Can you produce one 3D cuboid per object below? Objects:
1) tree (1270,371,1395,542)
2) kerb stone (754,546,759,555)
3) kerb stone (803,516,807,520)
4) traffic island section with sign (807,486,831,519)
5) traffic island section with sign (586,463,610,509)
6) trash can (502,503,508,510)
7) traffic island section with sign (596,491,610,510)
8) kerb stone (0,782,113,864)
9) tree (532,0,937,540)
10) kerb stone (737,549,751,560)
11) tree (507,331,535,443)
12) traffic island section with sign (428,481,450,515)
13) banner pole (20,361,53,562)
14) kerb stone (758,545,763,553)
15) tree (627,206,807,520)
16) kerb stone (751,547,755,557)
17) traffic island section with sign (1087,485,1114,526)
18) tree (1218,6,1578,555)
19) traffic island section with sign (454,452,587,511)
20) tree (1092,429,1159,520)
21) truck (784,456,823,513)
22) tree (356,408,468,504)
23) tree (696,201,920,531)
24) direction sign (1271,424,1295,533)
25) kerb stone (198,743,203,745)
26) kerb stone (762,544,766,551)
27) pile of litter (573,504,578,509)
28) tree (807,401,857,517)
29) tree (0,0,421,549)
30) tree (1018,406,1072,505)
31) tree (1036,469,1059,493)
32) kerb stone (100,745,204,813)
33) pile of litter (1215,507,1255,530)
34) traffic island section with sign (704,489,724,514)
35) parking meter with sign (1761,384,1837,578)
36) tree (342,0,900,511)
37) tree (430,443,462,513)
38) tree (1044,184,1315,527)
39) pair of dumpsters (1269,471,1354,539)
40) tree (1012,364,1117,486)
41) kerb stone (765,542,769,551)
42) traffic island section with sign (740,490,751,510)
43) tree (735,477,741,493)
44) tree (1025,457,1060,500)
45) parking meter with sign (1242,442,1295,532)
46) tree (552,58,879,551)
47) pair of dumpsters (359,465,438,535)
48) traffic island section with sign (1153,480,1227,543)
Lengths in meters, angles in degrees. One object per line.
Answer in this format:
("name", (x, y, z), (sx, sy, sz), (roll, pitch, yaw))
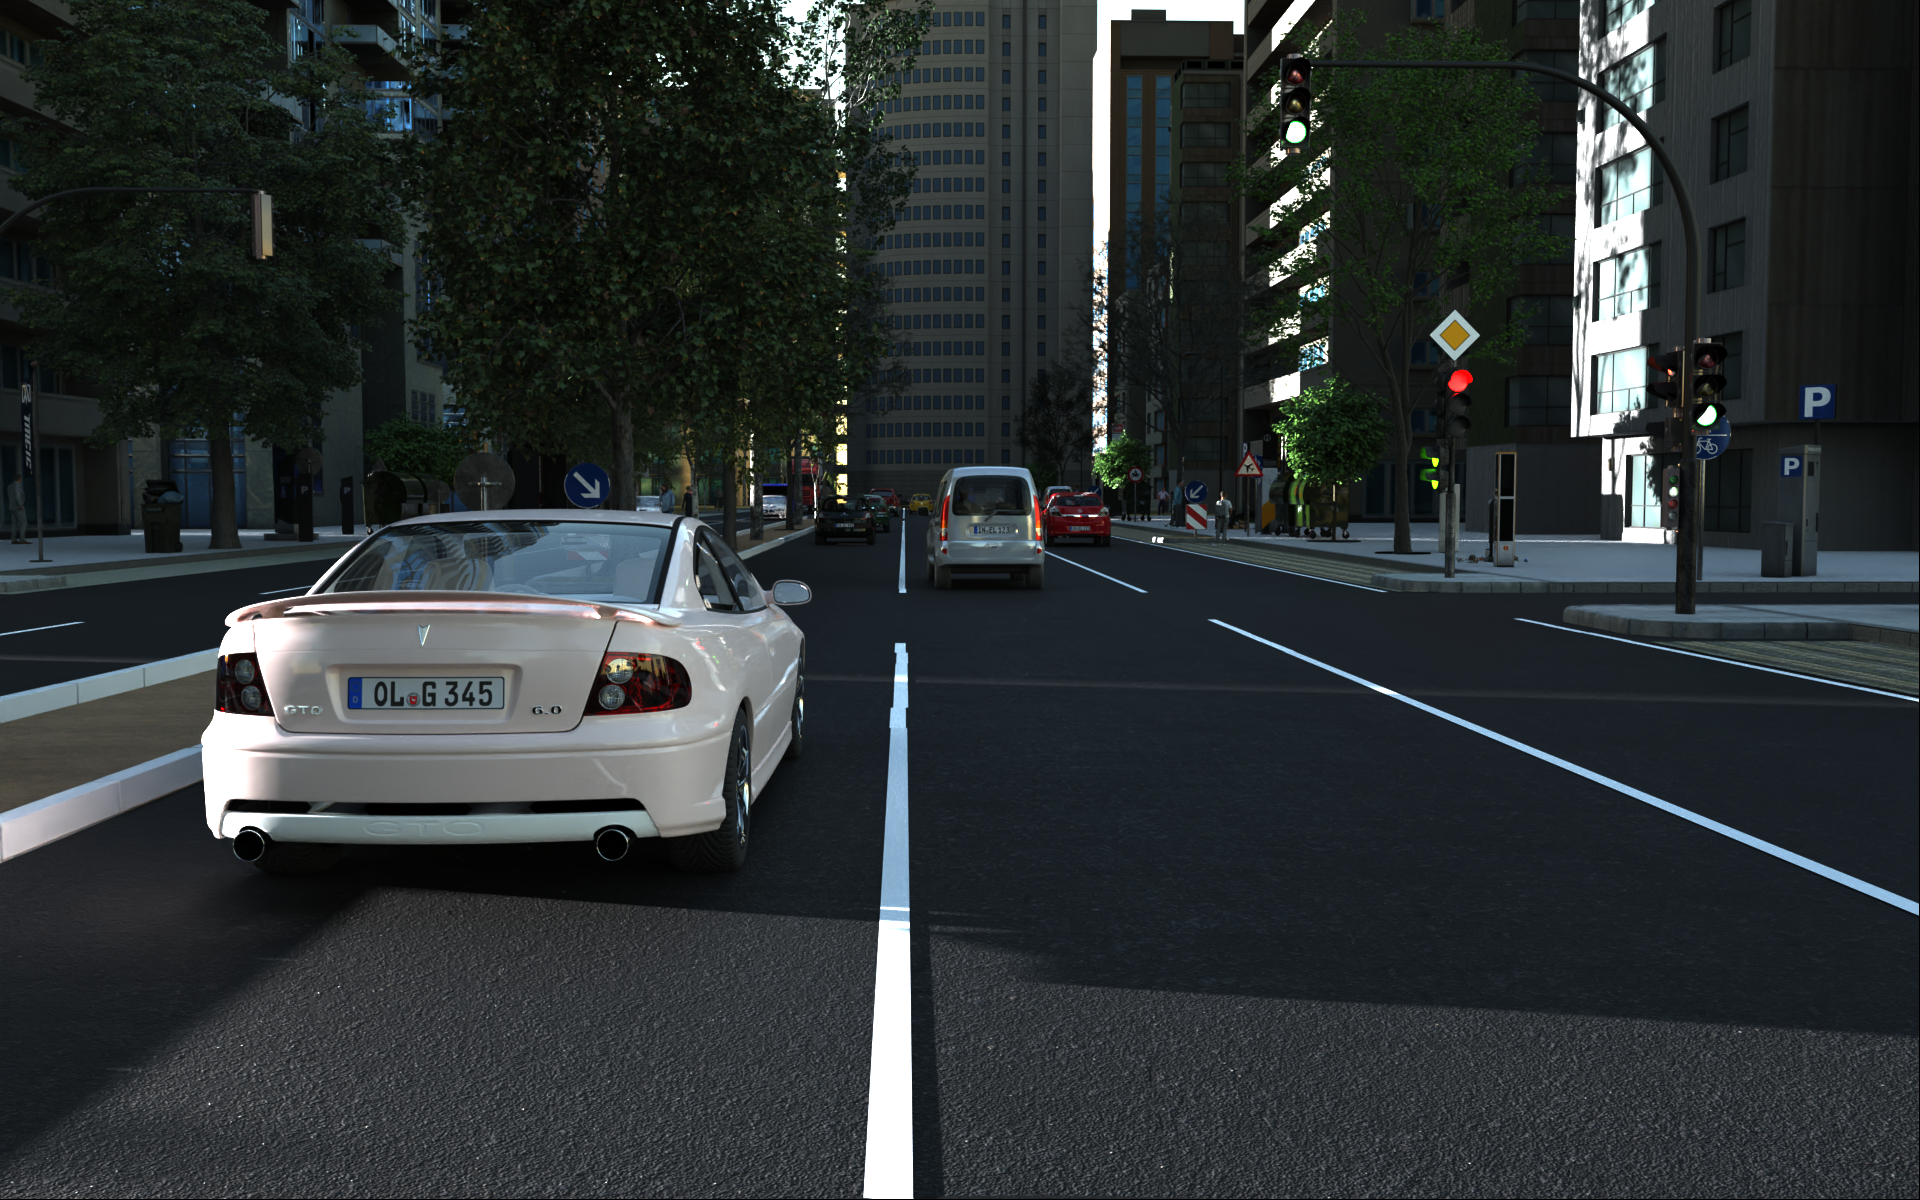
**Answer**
("tree", (9.984, -3.839, 46.476), (4.285, 4.588, 4.351), (0, 3, 0))
("kerb stone", (-4.864, -1.110, 40.539), (0.120, 0.150, 1.000), (0, 4, -2))
("kerb stone", (-8.871, -4.752, 99.894), (0.120, 0.150, 1.000), (0, 4, -2))
("traffic island section with sign", (-7.854, -5.675, 100.915), (2.006, 1.907, 1.989), (0, 4, -2))
("traffic island section with sign", (-5.429, -1.081, 25.816), (2.006, 1.907, 1.989), (0, 4, -2))
("trash can", (-20.506, -4.102, 78.723), (0.748, 1.137, 0.748), (0, 3, 0))
("traffic island section with sign", (-16.163, -4.264, 78.336), (1.989, 1.847, 2.006), (0, 4, -2))
("kerb stone", (-3.799, 0.915, 7.229), (0.120, 0.150, 1.000), (0, 4, -2))
("tree", (-7.538, -11.958, 53.863), (12.611, 20.169, 13.585), (0, 3, 0))
("kerb stone", (-4.796, -0.996, 38.484), (0.120, 0.150, 1.000), (0, 4, -2))
("tree", (-20.057, -10.241, 85.563), (7.486, 12.596, 7.792), (0, 3, 0))
("traffic island section with sign", (-15.269, -2.559, 50.461), (1.989, 1.847, 2.006), (0, 4, -2))
("banner pole", (-17.569, -2.617, 32.801), (0.863, 3.779, 0.401), (3, 4, 38))
("kerb stone", (-4.900, -1.184, 41.561), (0.120, 0.150, 1.000), (0, 4, -2))
("tree", (-5.725, -5.171, 37.361), (4.737, 8.622, 4.395), (0, 3, 0))
("kerb stone", (-4.835, -1.059, 39.516), (0.120, 0.150, 1.000), (0, 4, -2))
("traffic island section with sign", (5.875, -4.249, 78.098), (1.989, 1.847, 2.006), (0, 4, -2))
("tree", (9.413, -6.795, 36.846), (9.928, 11.665, 9.643), (0, 3, 0))
("traffic island section with sign", (-5.200, -0.628, 18.412), (2.006, 1.907, 1.989), (0, 4, -2))
("tree", (8.403, -6.355, 87.613), (4.285, 4.588, 4.351), (0, 3, 0))
("truck", (-11.619, -8.616, 129.790), (2.839, 4.237, 11.283), (0, 4, -4))
("tree", (-21.375, -5.067, 66.552), (4.285, 4.588, 4.351), (0, 3, 0))
("tree", (-6.649, -9.459, 67.479), (12.009, 13.543, 11.850), (0, 3, 0))
("direction sign", (10.542, -3.940, 56.417), (0.876, 3.537, 0.379), (2, 4, 31))
("kerb stone", (-3.854, 0.790, 9.282), (0.120, 0.150, 1.000), (0, 4, -2))
("kerb stone", (-4.936, -1.247, 42.588), (0.120, 0.150, 1.000), (0, 4, -2))
("pile of litter", (-19.997, -4.728, 91.264), (1.719, 0.858, 1.176), (-3, 5, -40))
("tree", (-7.353, -8.314, 88.761), (4.737, 8.622, 4.395), (0, 3, 0))
("tree", (-17.244, -8.166, 40.171), (9.857, 13.997, 8.962), (0, 3, 0))
("tree", (6.650, -11.516, 138.645), (4.360, 8.622, 3.978), (0, 3, 0))
("tree", (6.496, -8.426, 132.374), (1.663, 3.219, 1.824), (0, 3, 0))
("kerb stone", (-3.832, 0.853, 8.251), (0.120, 0.150, 1.000), (0, 4, -2))
("pile of litter", (10.022, -3.010, 63.185), (1.719, 0.858, 1.176), (-1, 4, -15))
("traffic island section with sign", (-17.745, -7.275, 127.577), (1.989, 1.847, 2.006), (0, 4, -2))
("parking meter with sign", (13.108, -1.888, 27.127), (0.543, 3.016, 1.738), (3, 5, 45))
("tree", (-5.879, -6.759, 29.967), (9.611, 12.733, 9.660), (0, 3, 0))
("tree", (-18.612, -4.226, 63.703), (1.663, 3.219, 1.824), (0, 3, 0))
("tree", (8.695, -9.657, 68.263), (12.009, 13.543, 11.850), (0, 3, 0))
("pair of dumpsters", (10.409, -2.990, 51.379), (1.574, 2.255, 4.437), (0, 4, -2))
("tree", (7.351, -11.425, 121.206), (8.767, 10.594, 7.601), (1, 4, 17))
("kerb stone", (-4.961, -1.310, 43.610), (0.120, 0.150, 1.000), (0, 4, -2))
("traffic island section with sign", (-18.616, -8.934, 154.705), (1.989, 1.847, 2.006), (0, 4, -2))
("tree", (-22.190, -10.574, 167.481), (1.663, 3.219, 1.824), (0, 3, 0))
("tree", (6.915, -9.898, 145.550), (4.285, 4.588, 4.351), (0, 3, 0))
("parking meter with sign", (10.433, -3.800, 58.383), (1.738, 3.016, 0.543), (-1, 4, -9))
("tree", (-5.953, -7.537, 43.812), (7.486, 12.596, 7.792), (0, 3, 0))
("pair of dumpsters", (-17.913, -3.247, 55.581), (1.574, 2.255, 4.437), (0, 4, -2))
("traffic island section with sign", (6.744, -2.601, 51.157), (1.989, 1.847, 2.006), (0, 4, -2))
